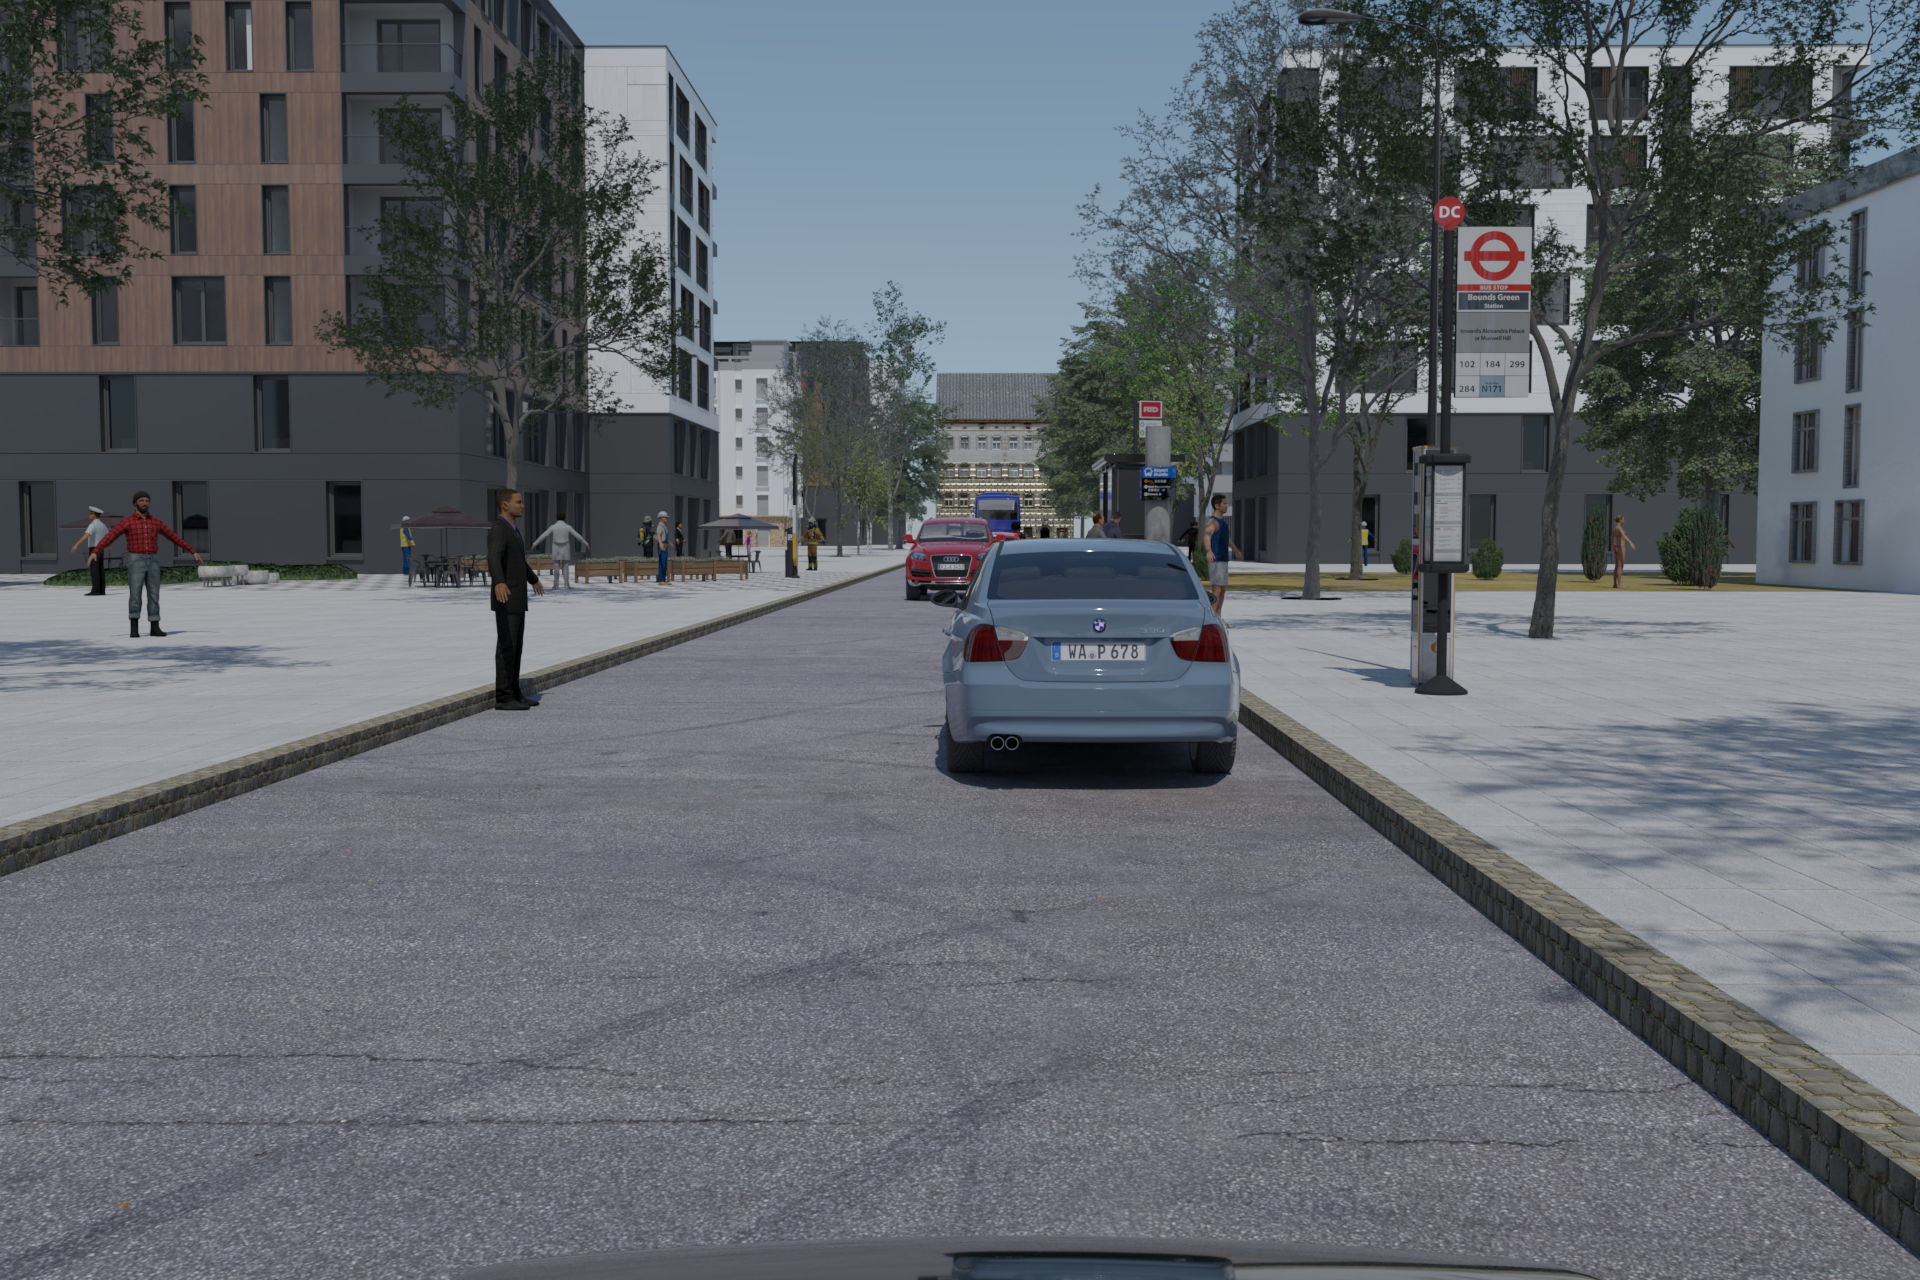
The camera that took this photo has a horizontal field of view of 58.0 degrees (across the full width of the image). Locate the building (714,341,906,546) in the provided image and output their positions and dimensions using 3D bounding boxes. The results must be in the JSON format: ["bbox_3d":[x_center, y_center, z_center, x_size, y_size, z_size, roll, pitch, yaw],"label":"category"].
[{"bbox_3d":[-21.084,-21.769,199.897,27.936,21.610,32.646,0,4,2],"label":"building"}]

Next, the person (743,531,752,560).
[{"bbox_3d":[-9.588,-4.214,78.160,0.599,1.433,0.991,-2,4,-25],"label":"person"}]

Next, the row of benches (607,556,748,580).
[{"bbox_3d":[-8.028,-2.034,48.721,4.104,0.672,1.422,1,4,9],"label":"row of benches"}]

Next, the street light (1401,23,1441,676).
[{"bbox_3d":[4.770,-2.625,15.452,1.470,5.913,1.316,0,4,1],"label":"street light"}]

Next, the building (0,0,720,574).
[{"bbox_3d":[-26.208,-13.873,70.793,27.936,21.610,32.646,0,4,1],"label":"building"}]

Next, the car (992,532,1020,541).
[{"bbox_3d":[1.012,-2.457,49.206,2.155,1.783,4.494,0,4,1],"label":"car"}]

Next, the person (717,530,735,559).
[{"bbox_3d":[-9.482,-3.952,70.750,0.705,1.813,1.348,1,4,22],"label":"person"}]

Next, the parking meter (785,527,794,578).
[{"bbox_3d":[-4.967,-2.605,50.999,0.372,1.533,0.369,0,3,0],"label":"parking meter"}]

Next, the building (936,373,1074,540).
[{"bbox_3d":[5.914,-24.551,234.792,18.063,23.208,19.493,0,4,0],"label":"building"}]

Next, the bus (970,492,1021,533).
[{"bbox_3d":[2.069,-6.712,101.289,2.896,3.916,12.251,0,3,0],"label":"bus"}]

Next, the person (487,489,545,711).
[{"bbox_3d":[-3.663,-0.337,14.196,0.704,1.802,1.346,0,4,-1],"label":"person"}]

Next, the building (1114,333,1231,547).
[{"bbox_3d":[30.076,-21.315,192.473,27.936,21.610,32.646,0,4,1],"label":"building"}]

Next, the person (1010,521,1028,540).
[{"bbox_3d":[1.769,-2.779,54.036,1.345,1.843,0.704,1,4,22],"label":"person"}]

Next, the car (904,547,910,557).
[{"bbox_3d":[-0.848,-2.874,59.346,2.083,1.381,4.827,0,4,1],"label":"car"}]

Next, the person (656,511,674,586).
[{"bbox_3d":[-7.385,-2.285,43.222,0.705,1.847,1.347,0,4,1],"label":"person"}]

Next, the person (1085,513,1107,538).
[{"bbox_3d":[2.407,-1.301,30.006,0.705,1.796,1.348,-2,4,-28],"label":"person"}]

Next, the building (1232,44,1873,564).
[{"bbox_3d":[27.700,-14.989,89.044,27.936,21.610,32.646,0,4,1],"label":"building"}]

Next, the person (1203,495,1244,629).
[{"bbox_3d":[3.509,-1.049,23.325,0.704,1.807,1.345,2,4,27],"label":"person"}]

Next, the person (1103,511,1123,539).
[{"bbox_3d":[3.315,-1.872,37.098,0.568,1.767,0.683,-3,4,-37],"label":"person"}]

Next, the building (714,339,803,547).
[{"bbox_3d":[-21.871,-19.154,169.584,16.016,20.090,11.380,0,4,1],"label":"building"}]

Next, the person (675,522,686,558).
[{"bbox_3d":[-10.540,-3.592,65.455,0.721,1.740,1.216,0,4,5],"label":"person"}]

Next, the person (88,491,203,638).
[{"bbox_3d":[-10.144,-0.944,21.542,1.345,1.816,0.704,-3,5,-42],"label":"person"}]

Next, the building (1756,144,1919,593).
[{"bbox_3d":[25.012,-5.446,31.191,9.099,9.664,28.070,0,4,1],"label":"building"}]

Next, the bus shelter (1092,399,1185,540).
[{"bbox_3d":[4.934,-4.393,49.451,2.179,5.291,8.768,0,4,1],"label":"bus shelter"}]

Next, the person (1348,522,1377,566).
[{"bbox_3d":[16.009,-3.817,68.873,1.216,1.772,0.721,0,4,-8],"label":"person"}]

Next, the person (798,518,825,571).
[{"bbox_3d":[-5.186,-3.356,60.636,1.354,1.858,0.705,3,5,39],"label":"person"}]

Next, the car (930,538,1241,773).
[{"bbox_3d":[0.791,0.020,11.673,2.014,1.417,4.499,0,4,1],"label":"car"}]

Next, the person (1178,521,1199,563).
[{"bbox_3d":[9.618,-3.999,71.566,1.347,1.806,0.705,2,4,27],"label":"person"}]

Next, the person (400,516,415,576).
[{"bbox_3d":[-17.135,-2.921,53.733,0.705,1.833,1.349,-2,4,-28],"label":"person"}]

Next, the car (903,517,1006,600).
[{"bbox_3d":[-0.107,-1.858,39.056,2.281,1.827,5.304,0,4,2],"label":"car"}]

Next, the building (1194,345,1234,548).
[{"bbox_3d":[28.051,-19.088,168.506,16.016,20.090,11.380,0,4,1],"label":"building"}]

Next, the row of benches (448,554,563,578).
[{"bbox_3d":[-13.654,-2.272,52.617,1.422,0.672,4.104,3,4,36],"label":"row of benches"}]

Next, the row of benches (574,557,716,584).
[{"bbox_3d":[-8.383,-1.865,45.955,4.104,0.672,1.422,-3,5,-40],"label":"row of benches"}]

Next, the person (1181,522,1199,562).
[{"bbox_3d":[9.960,-4.111,73.347,1.346,1.812,0.704,-2,4,-31],"label":"person"}]

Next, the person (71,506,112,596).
[{"bbox_3d":[-18.004,-1.851,36.049,0.704,1.855,1.343,0,4,5],"label":"person"}]
